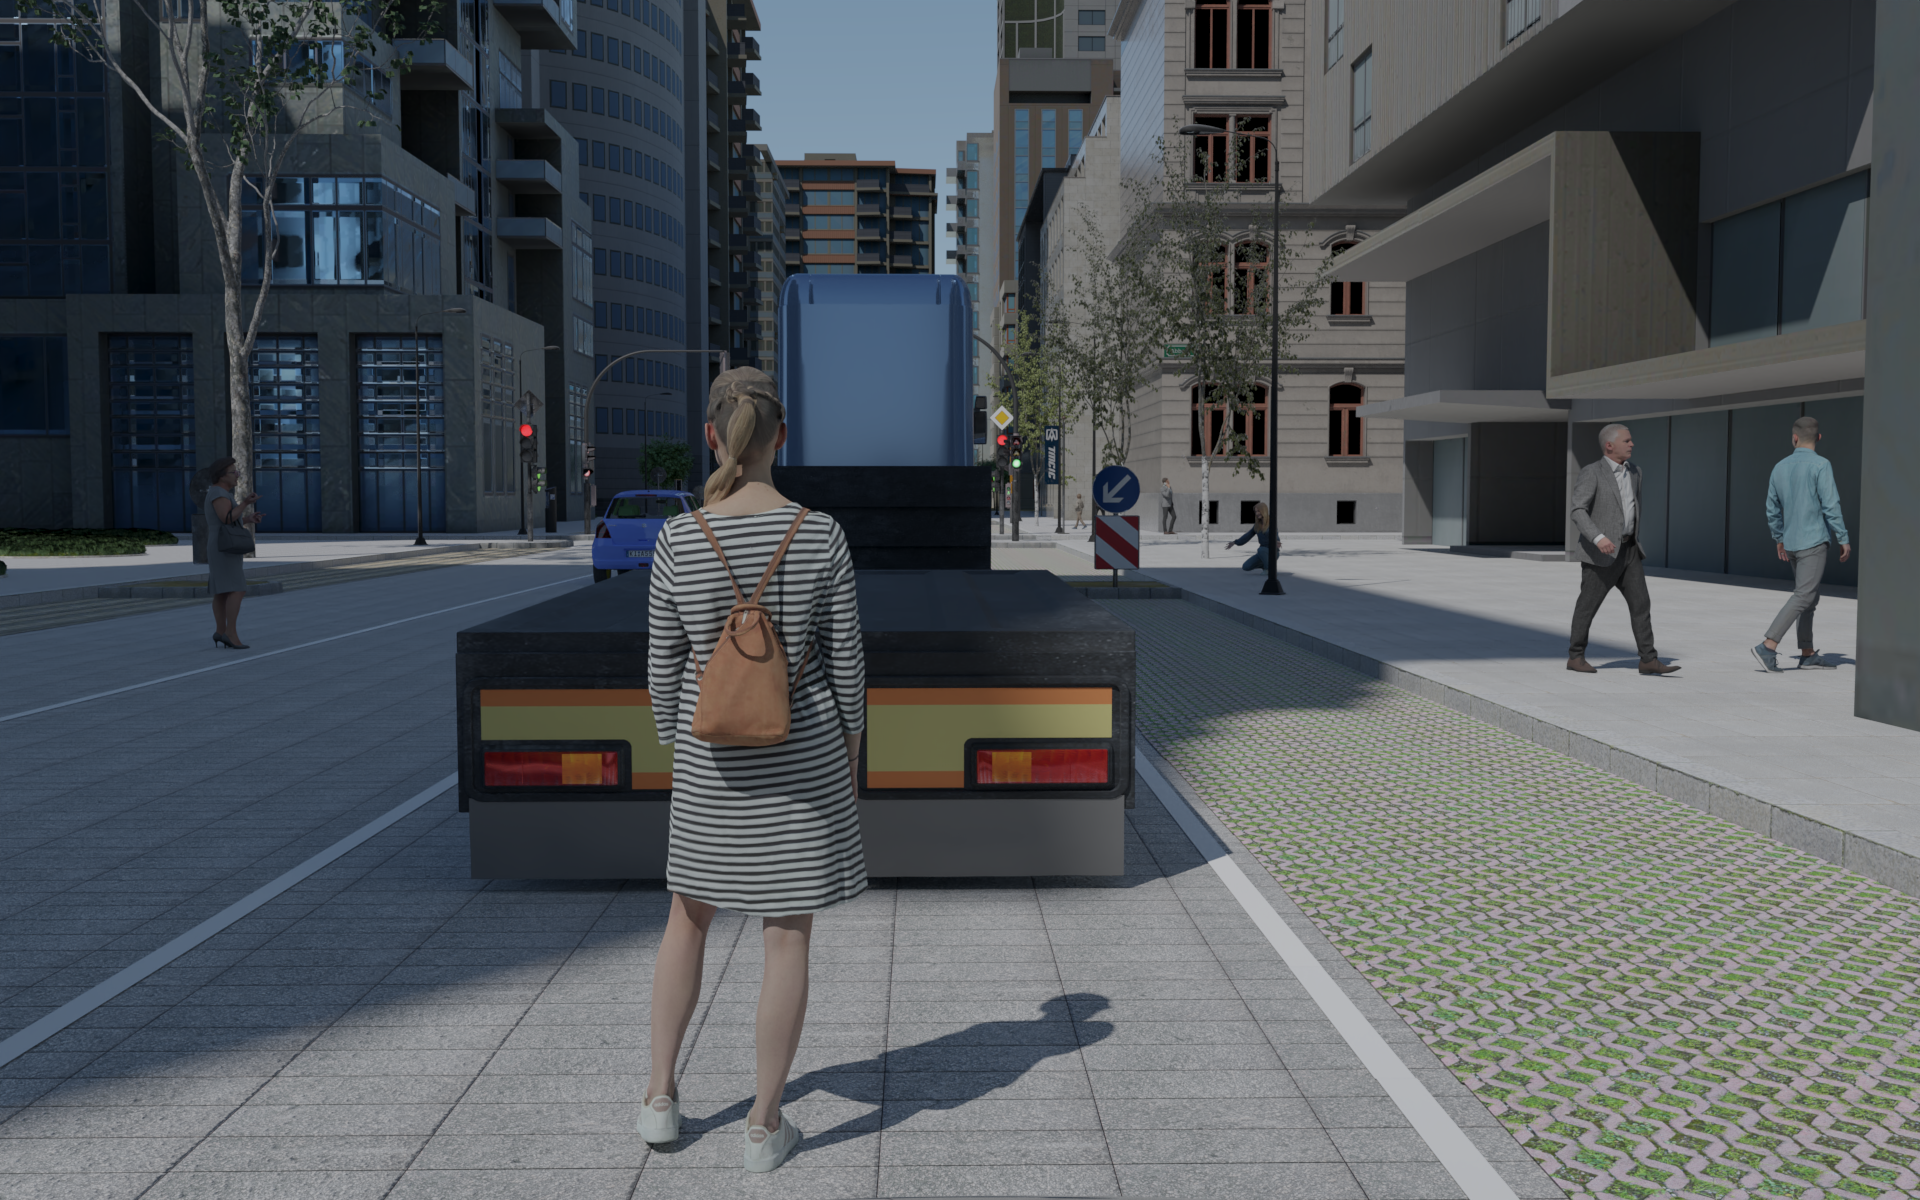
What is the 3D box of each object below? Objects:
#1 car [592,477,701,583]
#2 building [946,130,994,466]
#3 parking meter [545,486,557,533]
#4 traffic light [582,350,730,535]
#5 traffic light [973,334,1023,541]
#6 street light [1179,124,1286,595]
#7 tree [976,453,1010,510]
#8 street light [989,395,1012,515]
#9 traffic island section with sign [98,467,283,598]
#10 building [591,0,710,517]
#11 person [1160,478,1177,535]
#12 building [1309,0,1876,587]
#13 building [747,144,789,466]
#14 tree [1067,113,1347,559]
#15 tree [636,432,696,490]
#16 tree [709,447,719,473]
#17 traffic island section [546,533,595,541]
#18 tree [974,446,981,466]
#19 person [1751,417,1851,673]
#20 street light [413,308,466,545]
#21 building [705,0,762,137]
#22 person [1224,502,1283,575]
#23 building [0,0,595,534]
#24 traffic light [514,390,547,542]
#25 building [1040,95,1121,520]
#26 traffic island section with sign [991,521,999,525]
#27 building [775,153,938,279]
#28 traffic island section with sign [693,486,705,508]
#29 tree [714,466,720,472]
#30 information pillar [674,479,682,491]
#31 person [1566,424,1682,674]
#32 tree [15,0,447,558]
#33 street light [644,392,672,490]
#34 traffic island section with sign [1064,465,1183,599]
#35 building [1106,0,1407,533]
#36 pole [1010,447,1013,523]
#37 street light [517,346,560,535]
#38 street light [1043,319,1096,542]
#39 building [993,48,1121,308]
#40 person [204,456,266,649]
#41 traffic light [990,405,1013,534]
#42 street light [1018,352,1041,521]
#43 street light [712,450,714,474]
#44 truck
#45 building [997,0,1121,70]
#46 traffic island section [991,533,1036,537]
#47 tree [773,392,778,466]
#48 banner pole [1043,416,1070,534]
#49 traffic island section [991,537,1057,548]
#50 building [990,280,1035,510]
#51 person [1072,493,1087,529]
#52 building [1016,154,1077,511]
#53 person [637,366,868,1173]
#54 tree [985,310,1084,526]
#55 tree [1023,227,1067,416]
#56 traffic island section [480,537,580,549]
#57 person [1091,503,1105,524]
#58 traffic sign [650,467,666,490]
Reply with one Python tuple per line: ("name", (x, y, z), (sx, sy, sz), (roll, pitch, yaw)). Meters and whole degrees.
("car", (-4.942, -1.151, 28.409), (1.945, 1.707, 3.694), (0, 4, -3))
("building", (13.371, -37.196, 227.757), (30.456, 49.044, 23.786), (0, 4, -1))
("parking meter", (-13.588, -3.003, 57.506), (0.372, 1.533, 0.369), (0, 3, 0))
("traffic light", (-9.659, -4.895, 54.704), (4.771, 5.953, 1.251), (0, 4, -1))
("traffic light", (-0.609, -4.409, 46.750), (4.771, 5.953, 1.251), (0, 4, -1))
("street light", (3.451, -3.022, 21.953), (1.470, 5.913, 1.316), (0, 4, -1))
("tree", (2.761, -9.360, 136.743), (4.285, 4.588, 4.351), (0, 3, 0))
("street light", (2.236, -6.643, 81.155), (1.470, 5.913, 1.316), (0, 4, -1))
("traffic island section with sign", (-10.815, -0.978, 24.614), (1.989, 1.847, 2.006), (0, 4, -1))
("building", (-27.998, -34.577, 107.337), (21.231, 58.520, 28.212), (0, 4, -1))
("person", (6.611, -2.974, 54.855), (0.592, 1.802, 0.473), (-2, 4, -34))
("building", (22.572, -26.986, 30.465), (28.713, 52.752, 27.495), (0, 4, -1))
("building", (-30.835, -30.266, 186.729), (23.993, 40.220, 32.217), (0, 4, -1))
("tree", (5.078, -5.119, 34.060), (4.360, 8.622, 3.978), (0, 3, 0))
("tree", (-15.566, -6.587, 91.410), (4.285, 4.588, 4.351), (0, 3, 0))
("tree", (-18.369, -10.796, 126.872), (4.360, 8.622, 3.978), (0, 3, 0))
("traffic island section", (-11.789, -1.986, 54.759), (2.009, 0.180, 2.903), (0, 4, -1))
("tree", (0.556, -15.693, 206.942), (4.360, 8.622, 3.978), (0, 3, 0))
("person", (6.056, -0.408, 12.571), (0.748, 1.841, 0.638), (0, 4, -5))
("street light", (-13.031, -4.334, 43.406), (1.470, 5.913, 1.316), (0, 4, -1))
("building", (-28.084, -29.890, 143.324), (22.147, 44.769, 28.867), (0, 4, -1))
("person", (4.795, -0.968, 27.369), (0.738, 1.151, 1.012), (-3, 4, -36))
("building", (-27.207, -46.256, 68.955), (22.319, 86.520, 31.000), (0, 4, -1))
("traffic light", (-11.578, -3.530, 46.642), (0.839, 4.253, 0.868), (0, 4, -1))
("building", (10.012, -14.501, 91.837), (10.420, 20.320, 16.860), (0, 4, -1))
("traffic island section with sign", (0.815, -4.405, 80.655), (1.989, 1.847, 2.006), (0, 4, -1))
("building", (-17.349, -34.903, 225.283), (28.867, 44.769, 22.147), (0, 4, -1))
("traffic island section with sign", (-11.992, -4.357, 79.873), (1.989, 1.847, 2.006), (0, 4, -1))
("tree", (-15.996, -7.376, 115.192), (1.663, 3.219, 1.824), (0, 3, 0))
("information pillar", (-14.012, -4.995, 86.162), (0.304, 2.012, 0.304), (-1, 4, -22))
("person", (4.688, -0.357, 12.286), (0.661, 1.777, 0.834), (-2, 4, -33))
("tree", (-15.254, -10.831, 32.976), (12.611, 20.169, 13.585), (0, 3, 0))
("street light", (-13.828, -6.522, 79.182), (1.470, 5.913, 1.316), (0, 4, -1))
("traffic island section with sign", (2.013, -0.966, 24.424), (1.989, 1.847, 2.006), (0, 4, -1))
("building", (17.566, -16.859, 63.031), (23.554, 28.519, 14.401), (0, 4, -1))
("pole", (2.291, -5.008, 75.722), (0.158, 3.312, 0.155), (0, 3, 0))
("street light", (-13.254, -5.012, 54.484), (1.470, 5.913, 1.316), (0, 4, -1))
("street light", (3.035, -4.502, 46.141), (1.470, 5.913, 1.316), (0, 4, -1))
("building", (10.574, -32.142, 175.637), (14.600, 45.320, 14.200), (0, 4, -1))
("person", (-6.716, -0.442, 16.082), (0.532, 1.782, 0.716), (-1, 4, -23))
("traffic light", (1.310, -4.037, 54.919), (0.839, 4.253, 0.868), (0, 4, -1))
("street light", (2.730, -5.156, 56.844), (1.470, 5.913, 1.316), (0, 4, -1))
("street light", (-14.247, -8.021, 103.686), (1.470, 5.913, 1.316), (0, 4, -1))
("truck", (-0.860, -1.570, 15.435), (2.967, 4.110, 18.799), (0, 4, -2))
("building", (12.520, -46.151, 192.815), (20.563, 71.187, 20.611), (0, 4, -1))
("traffic island section", (1.350, -2.003, 55.034), (2.009, 0.180, 2.903), (0, 4, -1))
("tree", (-16.936, -14.698, 166.064), (9.928, 11.665, 9.643), (0, 3, 0))
("banner pole", (3.103, -4.010, 55.583), (0.863, 3.779, 0.401), (0, 4, -7))
("traffic island section", (1.521, -1.515, 47.050), (2.009, 0.180, 2.903), (0, 4, -1))
("building", (17.078, -18.951, 154.890), (27.650, 21.520, 28.899), (0, 4, -1))
("person", (4.333, -3.222, 62.987), (0.640, 1.303, 0.475), (2, 4, 25))
("building", (11.596, -18.110, 115.158), (14.314, 24.678, 30.058), (0, 4, -1))
("person", (-0.453, 0.354, 3.719), (0.512, 1.701, 0.522), (0, 4, -7))
("tree", (3.041, -7.234, 68.641), (4.737, 8.622, 4.395), (0, 3, 0))
("tree", (3.737, -5.629, 42.397), (4.360, 8.622, 3.978), (0, 3, 0))
("traffic island section", (-11.618, -1.498, 46.775), (2.009, 0.180, 2.903), (0, 4, -1))
("person", (5.792, -4.004, 71.905), (0.661, 1.777, 0.834), (-2, 4, -27))
("traffic sign", (-14.149, -4.962, 81.232), (0.768, 2.556, 0.104), (0, 4, 3))
